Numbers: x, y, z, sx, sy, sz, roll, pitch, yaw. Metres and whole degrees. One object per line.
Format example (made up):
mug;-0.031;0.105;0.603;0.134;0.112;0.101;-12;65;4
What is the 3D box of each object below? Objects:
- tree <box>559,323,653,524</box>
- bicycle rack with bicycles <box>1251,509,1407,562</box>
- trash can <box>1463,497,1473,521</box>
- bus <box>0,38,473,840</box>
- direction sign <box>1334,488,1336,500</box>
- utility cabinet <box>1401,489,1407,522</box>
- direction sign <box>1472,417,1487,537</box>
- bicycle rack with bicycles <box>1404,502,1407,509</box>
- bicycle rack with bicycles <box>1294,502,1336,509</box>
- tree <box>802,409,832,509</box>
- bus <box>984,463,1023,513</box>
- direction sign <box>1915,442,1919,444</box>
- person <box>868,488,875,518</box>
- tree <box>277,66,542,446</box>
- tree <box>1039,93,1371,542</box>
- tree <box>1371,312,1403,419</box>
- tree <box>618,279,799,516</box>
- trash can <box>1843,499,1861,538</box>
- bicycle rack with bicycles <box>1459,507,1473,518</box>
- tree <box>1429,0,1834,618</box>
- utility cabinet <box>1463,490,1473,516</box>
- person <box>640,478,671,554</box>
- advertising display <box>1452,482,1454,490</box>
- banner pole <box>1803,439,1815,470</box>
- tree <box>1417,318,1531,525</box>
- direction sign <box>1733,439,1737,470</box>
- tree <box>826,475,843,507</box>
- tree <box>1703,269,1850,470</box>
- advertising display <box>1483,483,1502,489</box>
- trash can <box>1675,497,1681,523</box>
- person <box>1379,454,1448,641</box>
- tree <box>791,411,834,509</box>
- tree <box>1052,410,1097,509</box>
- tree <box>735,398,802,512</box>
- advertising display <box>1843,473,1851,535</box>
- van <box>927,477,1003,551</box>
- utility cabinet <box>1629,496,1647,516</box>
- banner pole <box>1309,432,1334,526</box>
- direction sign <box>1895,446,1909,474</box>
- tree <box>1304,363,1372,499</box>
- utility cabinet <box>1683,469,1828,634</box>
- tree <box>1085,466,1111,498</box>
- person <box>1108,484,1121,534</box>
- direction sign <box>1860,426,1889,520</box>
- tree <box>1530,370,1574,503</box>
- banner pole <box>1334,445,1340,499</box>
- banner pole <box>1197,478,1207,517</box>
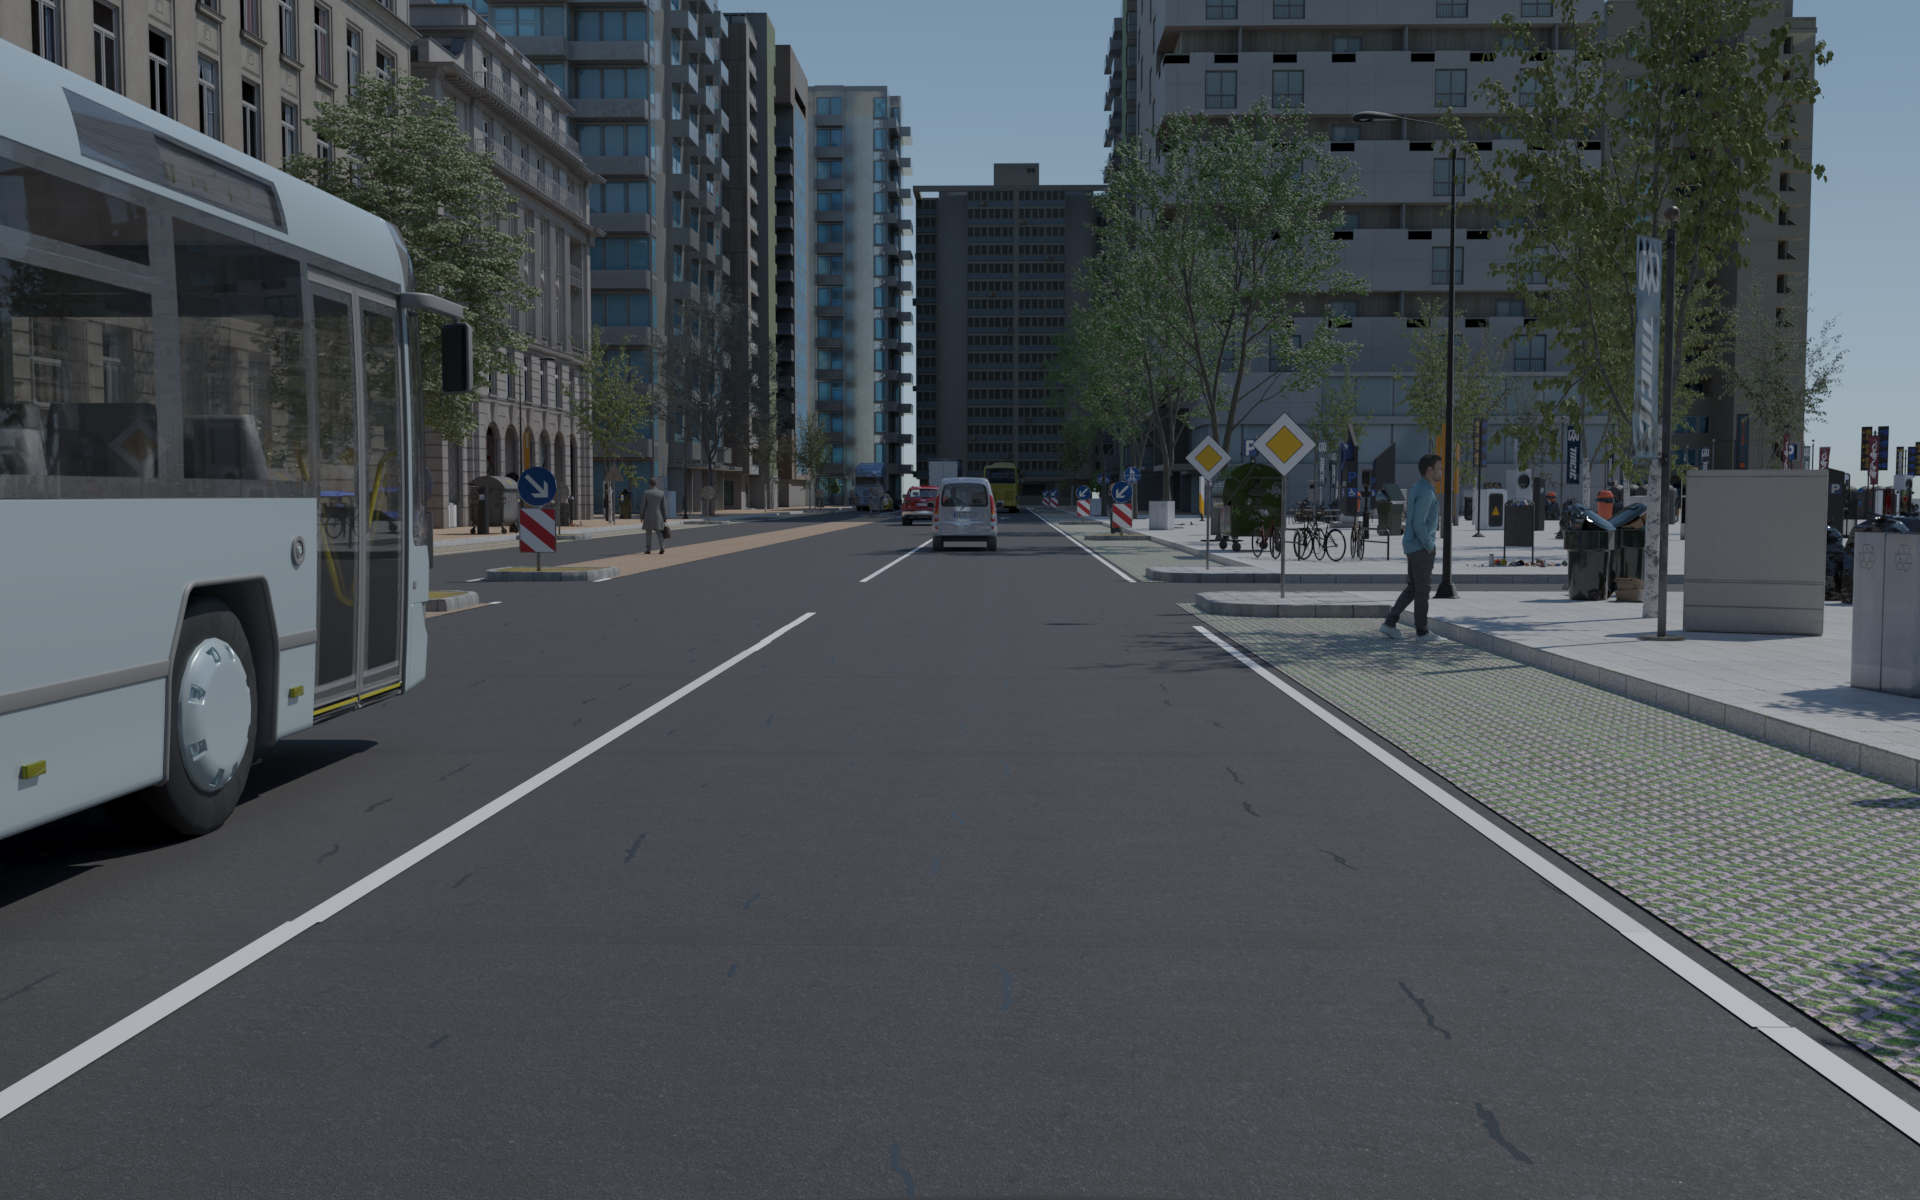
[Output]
tree;-15.088;-7.590;74.455;4.737;8.622;4.395;0;3;0
bicycle rack with bicycles;7.171;-1.260;33.978;2.852;0.926;2.925;0;4;-5
trash can;24.650;-4.398;83.567;0.748;1.137;0.748;0;3;0
bus;-4.357;-0.585;4.417;2.948;3.499;13.247;0;3;0
direction sign;20.081;-6.160;92.720;0.379;3.537;0.876;0;4;4
utility cabinet;19.913;-4.304;79.050;0.318;1.500;1.173;-1;4;-20
direction sign;15.444;-3.638;51.483;0.379;3.537;0.876;3;5;41
bicycle rack with bicycles;19.630;-3.856;76.431;2.925;0.926;2.852;-1;4;-14
bicycle rack with bicycles;15.067;-3.694;73.784;2.925;0.926;2.852;-3;5;-42
tree;-13.104;-12.103;148.254;4.360;8.622;3.978;0;3;0
bus;3.349;-8.750;134.611;2.896;3.916;12.252;0;4;3
direction sign;41.518;-5.056;74.655;0.379;3.537;0.876;-1;4;-22
person;-5.150;-5.713;102.175;0.573;1.790;0.520;-3;4;-38
tree;-14.909;-7.858;46.608;7.486;12.596;7.792;0;3;0
tree;7.037;-7.378;46.382;9.928;11.665;9.643;0;3;0
tree;17.895;-6.972;64.360;4.737;8.622;4.395;0;3;0
tree;-14.339;-11.556;99.306;12.009;13.543;11.850;0;3;0
trash can;25.762;-2.367;50.362;0.748;1.137;0.748;0;3;0
bicycle rack with bicycles;22.270;-4.242;82.742;2.852;0.926;2.925;-2;4;-30
tree;7.163;-4.134;17.954;4.737;8.622;4.395;0;3;0
utility cabinet;29.855;-5.649;101.040;0.318;1.500;1.173;-1;4;-21
person;-7.262;-1.988;41.110;0.694;1.812;0.767;-2;4;-27
advertising display;25.699;-5.222;90.588;0.123;1.923;0.974;1;4;21
banner pole;38.737;-5.446;79.060;0.863;3.779;0.401;-2;4;-25
tree;21.226;-7.447;72.114;4.360;8.622;3.978;0;3;0
direction sign;32.277;-4.905;72.197;0.379;3.537;0.876;1;4;19
tree;-12.822;-11.264;178.769;1.663;3.219;1.824;0;3;0
tree;26.878;-6.538;57.258;4.360;8.622;3.978;0;3;0
advertising display;29.754;-5.603;96.827;0.974;1.923;0.123;2;4;23
trash can;31.916;-4.037;77.652;0.748;1.137;0.748;0;3;0
person;4.426;-0.511;16.873;0.620;1.820;0.660;0;4;2
tree;-12.881;-12.406;153.205;4.737;8.622;4.395;0;3;0
tree;9.904;-12.313;151.673;4.737;8.622;4.395;0;3;0
tree;-14.110;-10.687;125.087;4.360;8.622;3.978;0;3;0
advertising display;26.612;-2.915;52.869;0.974;1.923;0.123;2;4;26
van;0.129;-2.328;45.080;2.013;2.044;4.112;0;4;0
utility cabinet;23.218;-2.942;59.266;0.306;1.237;1.020;0;4;-1
banner pole;14.508;-4.888;69.944;0.863;3.779;0.401;-2;4;-31
direction sign;44.916;-5.526;82.339;0.876;3.537;0.379;0;4;3
tree;21.198;-8.989;97.325;4.737;8.622;4.395;0;3;0
utility cabinet;7.323;-0.445;15.960;1.173;1.500;0.318;2;4;27
tree;10.072;-7.912;123.957;1.663;3.219;1.824;0;3;0
person;5.199;-3.006;58.063;0.534;1.772;0.576;0;4;-8
direction sign;30.521;-4.028;57.852;0.379;3.537;0.876;-3;4;-39
tree;33.423;-9.208;100.909;4.360;8.622;3.978;0;3;0
banner pole;19.197;-6.023;88.499;0.401;3.779;0.863;-2;4;-28
banner pole;13.686;-6.564;97.335;0.863;3.779;0.401;-2;4;-35
